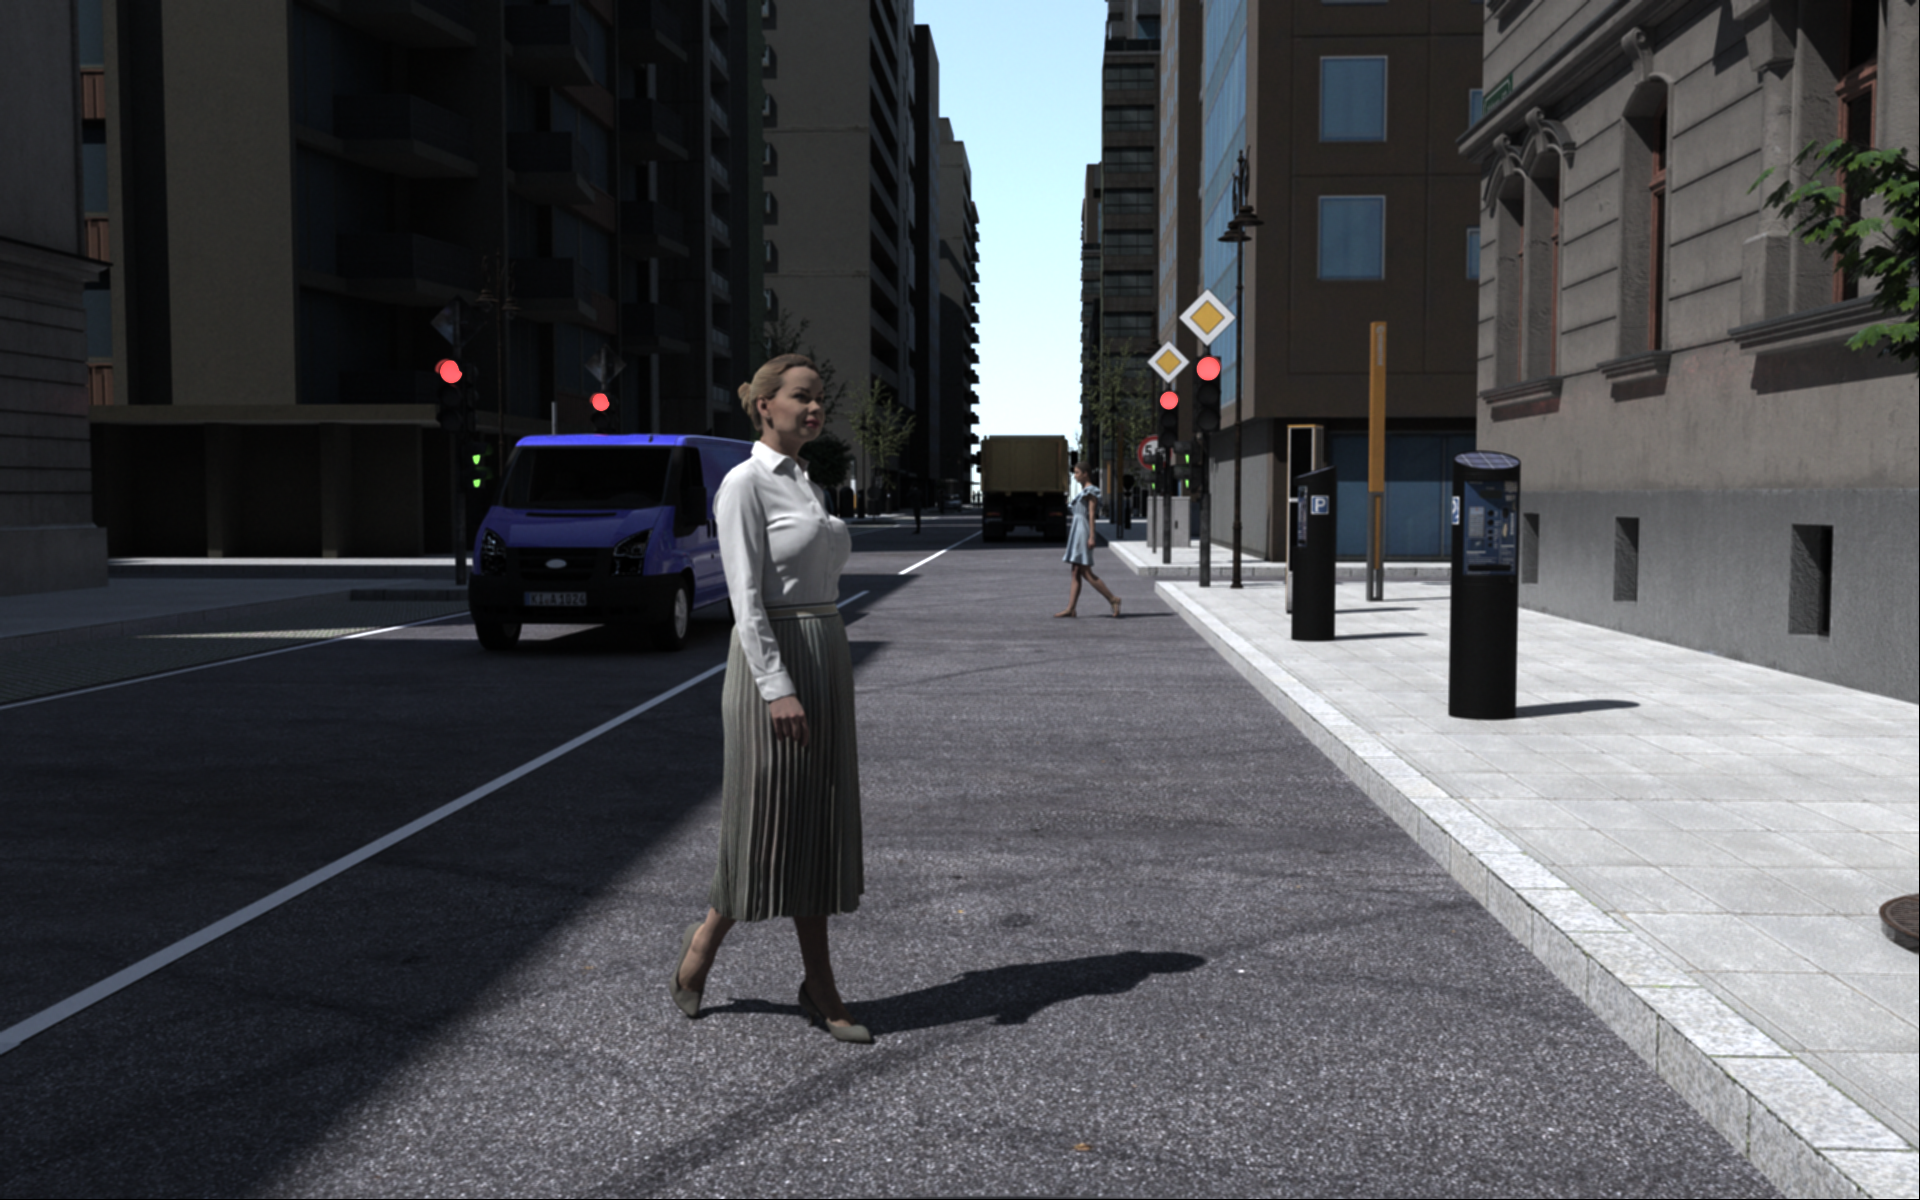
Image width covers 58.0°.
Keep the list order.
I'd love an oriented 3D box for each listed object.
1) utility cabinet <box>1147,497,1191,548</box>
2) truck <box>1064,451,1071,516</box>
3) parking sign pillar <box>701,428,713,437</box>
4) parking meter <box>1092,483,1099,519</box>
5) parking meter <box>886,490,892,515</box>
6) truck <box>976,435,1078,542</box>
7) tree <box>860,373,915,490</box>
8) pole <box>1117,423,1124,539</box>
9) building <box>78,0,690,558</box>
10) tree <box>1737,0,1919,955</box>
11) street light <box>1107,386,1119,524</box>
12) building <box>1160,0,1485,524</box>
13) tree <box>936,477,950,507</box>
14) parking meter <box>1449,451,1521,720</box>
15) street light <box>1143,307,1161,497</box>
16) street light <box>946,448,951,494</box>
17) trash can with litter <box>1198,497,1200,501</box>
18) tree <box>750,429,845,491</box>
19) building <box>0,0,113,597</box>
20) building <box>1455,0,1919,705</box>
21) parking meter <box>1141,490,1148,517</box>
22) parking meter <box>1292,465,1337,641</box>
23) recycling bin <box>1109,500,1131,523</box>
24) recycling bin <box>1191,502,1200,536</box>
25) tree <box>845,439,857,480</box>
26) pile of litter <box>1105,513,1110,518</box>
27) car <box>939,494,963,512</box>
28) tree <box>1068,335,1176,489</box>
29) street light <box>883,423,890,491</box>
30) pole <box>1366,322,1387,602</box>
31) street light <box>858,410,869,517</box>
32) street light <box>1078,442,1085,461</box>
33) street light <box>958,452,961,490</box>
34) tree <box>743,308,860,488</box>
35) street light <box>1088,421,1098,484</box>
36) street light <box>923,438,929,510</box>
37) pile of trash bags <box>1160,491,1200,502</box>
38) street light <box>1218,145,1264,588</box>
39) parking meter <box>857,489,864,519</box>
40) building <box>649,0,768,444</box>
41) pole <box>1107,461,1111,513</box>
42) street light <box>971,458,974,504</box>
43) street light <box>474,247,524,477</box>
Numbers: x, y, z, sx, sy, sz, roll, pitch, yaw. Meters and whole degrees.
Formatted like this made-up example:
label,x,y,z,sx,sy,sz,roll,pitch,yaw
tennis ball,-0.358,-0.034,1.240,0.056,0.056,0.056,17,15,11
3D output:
label,x,y,z,sx,sy,sz,roll,pitch,yaw
utility cabinet,5.011,-1.859,41.563,1.020,1.237,0.306,1,4,13
truck,6.202,-7.923,118.460,2.839,4.237,11.283,0,4,3
parking sign pillar,-10.696,-5.031,70.729,1.447,3.967,1.447,0,4,8
parking meter,7.009,-5.120,89.421,0.399,1.863,0.255,0,4,-4
parking meter,-4.440,-6.088,107.942,0.372,1.533,0.369,0,3,0
truck,2.104,-3.632,55.310,3.469,3.379,9.791,0,4,3
tree,-5.056,-9.461,105.045,4.737,8.622,4.395,0,3,0
pole,4.614,-3.425,49.846,0.158,3.312,0.155,0,3,0
building,-19.955,-23.995,46.937,22.147,44.769,28.867,0,4,3
tree,3.273,-0.617,4.688,1.663,3.219,1.824,0,3,0
street light,6.564,-6.211,74.339,0.468,5.910,1.993,0,4,3
building,17.659,-26.841,88.966,14.600,45.320,14.200,0,4,3
tree,-2.093,-11.072,175.632,1.663,3.219,1.824,0,3,0
parking meter,3.018,-0.095,9.965,0.372,1.533,0.369,0,3,0
street light,4.785,-4.289,42.910,0.468,5.910,1.993,0,4,3
street light,-1.168,-12.184,171.990,0.468,5.910,1.993,0,4,3
trash can with litter,10.998,-3.981,76.155,2.233,1.210,1.678,2,4,34
tree,-7.526,-5.483,73.366,4.285,4.588,4.351,0,3,0
building,-21.112,-9.455,19.217,19.286,19.102,10.561,0,4,3
building,12.066,-13.611,9.924,14.401,28.519,23.554,0,4,3
parking meter,10.271,-5.371,96.232,0.372,1.533,0.369,0,3,0
parking meter,3.109,-0.416,15.207,0.372,1.533,0.369,0,3,0
recycling bin,7.068,-3.905,76.403,0.722,1.027,0.722,-2,4,-25
recycling bin,7.098,-2.471,52.958,0.722,1.027,0.722,2,4,25
tree,-6.748,-6.235,85.649,4.285,4.588,4.351,0,3,0
pile of litter,8.350,-4.885,93.836,1.176,0.858,1.719,2,4,30
car,-0.759,-7.686,137.674,2.014,1.417,4.499,0,4,2
tree,7.541,-7.915,79.772,4.737,8.622,4.395,0,3,0
street light,-4.534,-8.339,109.133,0.468,5.910,1.993,0,4,3
pole,4.965,-1.639,20.645,0.158,3.312,0.155,0,3,0
street light,-5.298,-7.503,95.467,0.468,5.910,1.993,0,4,3
street light,10.764,-10.931,151.508,0.468,5.910,1.993,0,4,3
street light,-0.066,-13.441,192.547,0.468,5.910,1.993,0,4,3
tree,-6.619,-7.191,67.941,4.737,8.622,4.395,0,3,0
street light,8.278,-8.163,106.261,0.468,5.910,1.993,0,4,3
street light,-2.772,-10.264,140.596,0.468,5.910,1.993,0,4,3
pile of trash bags,7.248,-2.884,56.912,1.912,1.369,3.447,1,4,23
street light,3.773,-3.097,23.431,0.468,5.910,1.993,0,4,3
parking meter,-5.188,-5.021,90.509,0.372,1.533,0.369,0,3,0
building,-16.913,-24.160,78.617,14.154,41.232,14.086,0,4,3
pole,9.180,-6.885,106.413,0.158,3.312,0.155,0,3,0
street light,1.623,-15.367,224.033,0.468,5.910,1.993,0,4,3
street light,-8.661,-3.664,32.687,0.468,5.910,1.993,0,4,3
